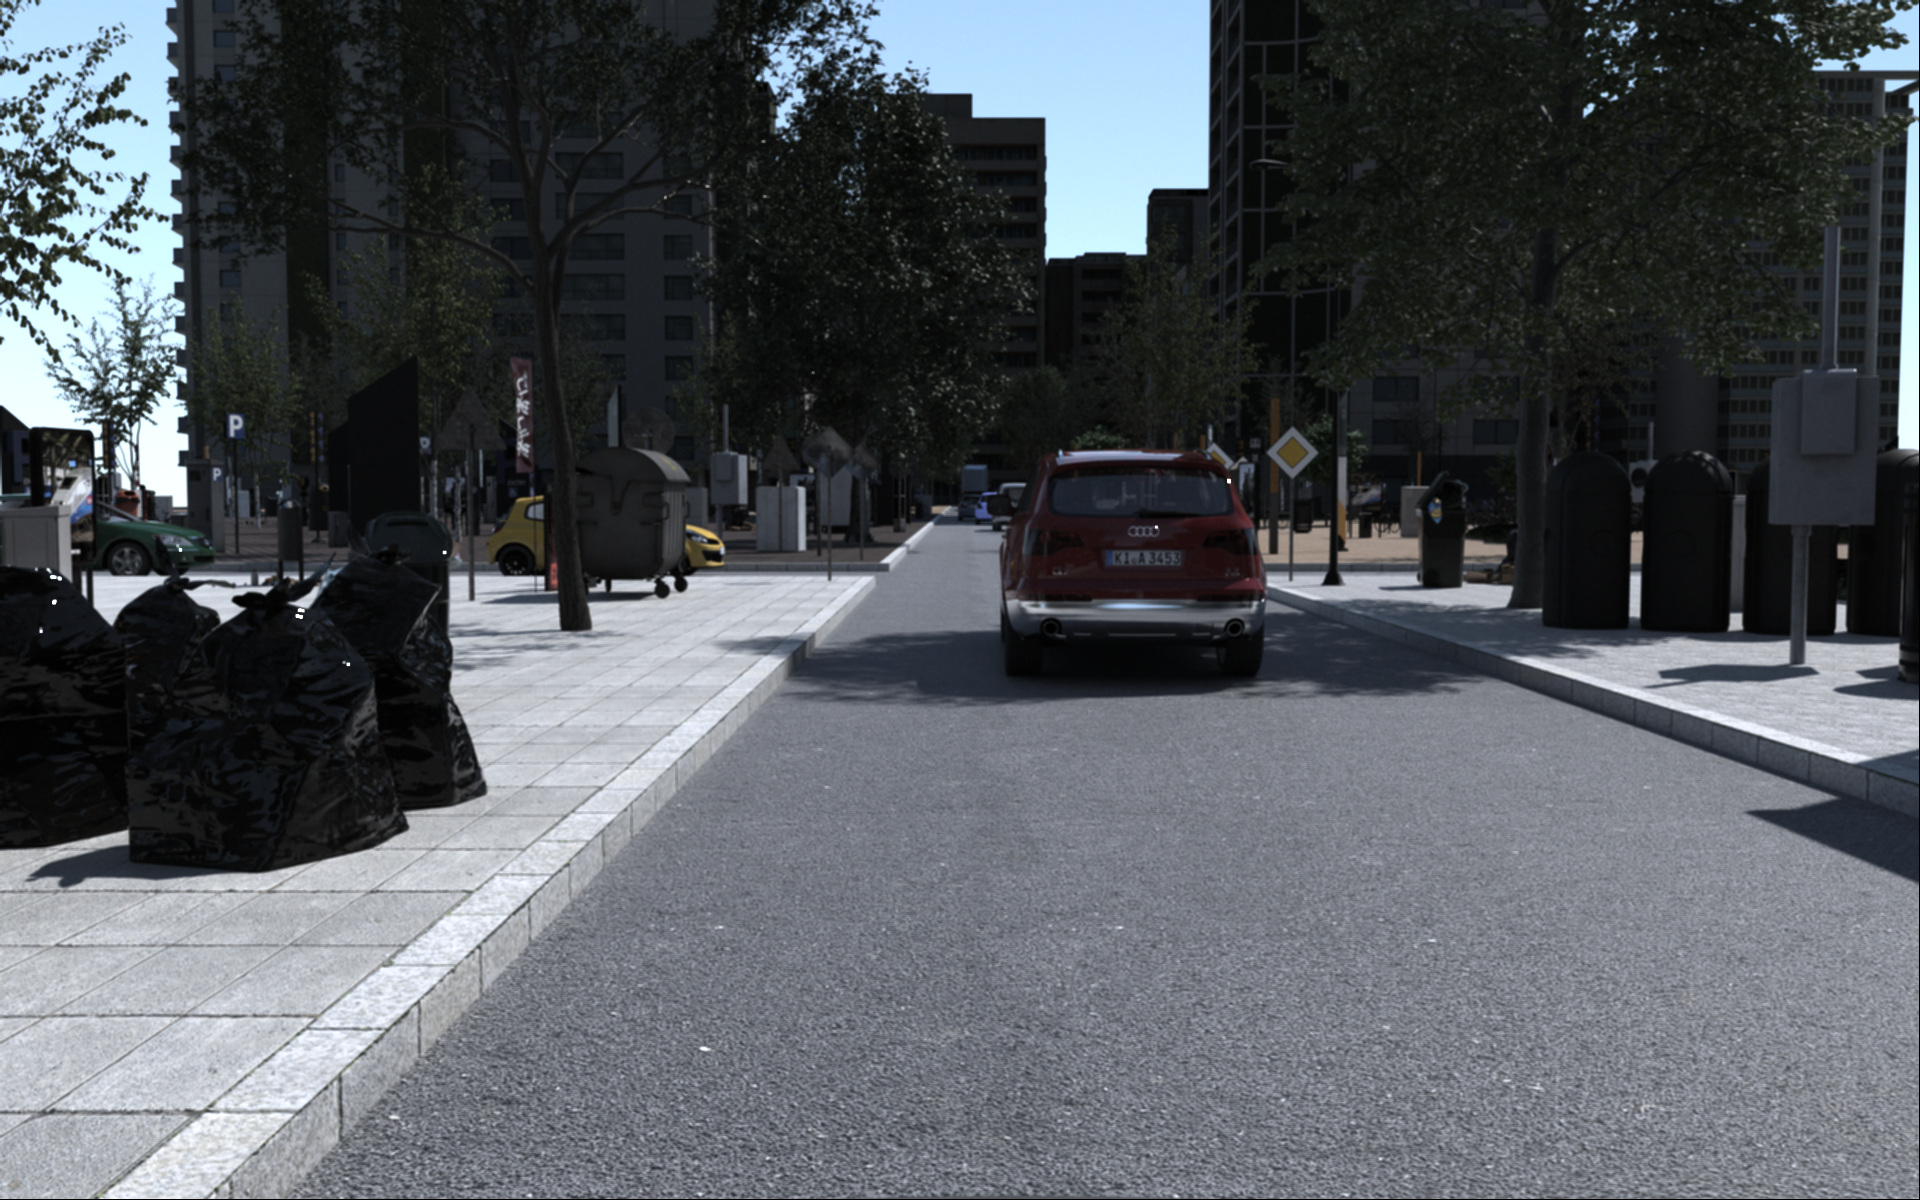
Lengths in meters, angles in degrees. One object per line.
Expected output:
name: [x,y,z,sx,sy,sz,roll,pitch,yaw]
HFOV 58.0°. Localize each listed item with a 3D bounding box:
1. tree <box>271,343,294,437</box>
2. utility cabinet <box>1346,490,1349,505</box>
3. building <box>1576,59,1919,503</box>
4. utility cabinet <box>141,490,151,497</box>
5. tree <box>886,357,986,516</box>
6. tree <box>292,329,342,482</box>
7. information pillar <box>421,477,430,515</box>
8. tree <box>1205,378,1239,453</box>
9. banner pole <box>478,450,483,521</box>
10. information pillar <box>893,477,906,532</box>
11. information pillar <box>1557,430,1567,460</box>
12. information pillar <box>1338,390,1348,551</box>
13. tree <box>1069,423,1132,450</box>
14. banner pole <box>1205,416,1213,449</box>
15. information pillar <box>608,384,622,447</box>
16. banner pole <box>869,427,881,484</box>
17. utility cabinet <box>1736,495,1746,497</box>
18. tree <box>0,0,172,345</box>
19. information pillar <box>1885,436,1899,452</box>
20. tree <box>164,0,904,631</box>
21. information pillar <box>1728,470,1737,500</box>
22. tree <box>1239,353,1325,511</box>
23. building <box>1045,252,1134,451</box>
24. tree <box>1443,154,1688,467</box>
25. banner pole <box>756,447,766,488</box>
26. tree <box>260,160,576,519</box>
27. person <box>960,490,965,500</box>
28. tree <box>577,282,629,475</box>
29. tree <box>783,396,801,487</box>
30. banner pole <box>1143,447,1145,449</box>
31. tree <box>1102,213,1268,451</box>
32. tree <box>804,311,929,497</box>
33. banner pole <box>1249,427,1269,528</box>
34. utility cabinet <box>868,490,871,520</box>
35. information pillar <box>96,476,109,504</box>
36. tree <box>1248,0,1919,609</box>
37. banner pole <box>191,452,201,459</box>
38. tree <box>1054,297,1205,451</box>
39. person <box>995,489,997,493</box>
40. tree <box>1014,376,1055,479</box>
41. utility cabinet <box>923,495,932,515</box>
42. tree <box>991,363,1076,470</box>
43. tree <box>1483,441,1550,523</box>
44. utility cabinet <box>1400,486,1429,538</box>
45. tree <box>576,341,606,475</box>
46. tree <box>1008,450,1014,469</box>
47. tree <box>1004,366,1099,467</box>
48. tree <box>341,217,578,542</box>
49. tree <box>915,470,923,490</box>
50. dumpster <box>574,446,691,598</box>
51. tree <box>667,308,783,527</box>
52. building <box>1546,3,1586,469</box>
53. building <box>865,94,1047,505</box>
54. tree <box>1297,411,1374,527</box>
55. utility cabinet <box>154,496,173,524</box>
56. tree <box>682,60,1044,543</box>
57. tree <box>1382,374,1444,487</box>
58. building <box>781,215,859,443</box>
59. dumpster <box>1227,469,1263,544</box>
tree: [-28.837,-7.788,77.690,4.360,8.622,3.978,0,3,0]
utility cabinet: [21.232,-5.224,94.092,0.318,1.500,1.173,-1,4,-22]
building: [68.799,-28.477,157.480,23.993,40.220,32.217,0,4,0]
utility cabinet: [-40.644,-4.733,86.069,1.173,1.500,0.318,3,4,36]
tree: [-2.157,-12.063,115.356,7.486,12.596,7.792,0,3,0]
tree: [-19.256,-6.554,57.520,4.360,8.622,3.978,0,3,0]
information pillar: [-22.945,-4.278,74.432,0.304,2.012,0.304,-2,4,-30]
tree: [15.168,-9.539,106.322,4.360,8.622,3.978,0,3,0]
banner pole: [-22.563,-5.595,81.492,0.401,3.779,0.863,-2,4,-30]
information pillar: [-2.039,-3.291,58.306,0.304,2.012,0.304,-3,5,-41]
information pillar: [21.944,-4.399,63.272,0.504,3.616,0.183,-2,4,-34]
information pillar: [8.484,-2.895,38.694,0.183,3.616,0.504,3,5,45]
tree: [6.458,-5.912,80.375,4.285,4.588,4.351,0,3,0]
banner pole: [7.876,-3.966,54.861,0.401,3.779,0.863,2,4,24]
information pillar: [-7.372,-2.797,37.089,0.183,3.616,0.504,-3,4,-38]
banner pole: [-2.832,-3.960,54.758,0.863,3.779,0.401,-2,4,-35]
utility cabinet: [34.469,-4.016,76.821,1.020,1.237,0.306,-1,4,-21]
tree: [-11.465,-4.238,19.662,4.737,8.622,4.395,0,3,0]
information pillar: [37.178,-4.758,69.153,0.504,3.616,0.183,2,4,27]
tree: [-3.960,-4.996,16.095,7.601,10.594,8.767,1,4,9]
information pillar: [23.792,-3.002,53.579,0.304,2.012,0.304,0,4,0]
tree: [16.867,-8.556,90.249,4.360,8.622,3.978,0,3,0]
building: [17.323,-26.802,209.911,14.107,30.474,14.160,0,4,0]
tree: [12.829,-5.257,36.320,4.360,8.622,3.978,0,3,0]
banner pole: [-9.353,-5.620,81.901,0.401,3.779,0.863,2,4,33]
tree: [-11.753,-5.345,37.748,4.737,8.622,4.395,0,3,0]
person: [0.170,-7.703,134.993,0.434,1.755,0.990,1,4,16]
tree: [-12.698,-6.469,56.133,4.360,8.622,3.978,0,3,0]
tree: [-10.098,-8.458,88.644,4.737,8.622,4.395,0,3,0]
banner pole: [9.913,-6.214,91.620,0.863,3.779,0.401,-2,4,-31]
tree: [5.952,-5.877,46.455,4.737,8.622,4.395,0,3,0]
tree: [-3.741,-6.965,64.237,4.360,8.622,3.978,0,3,0]
banner pole: [11.250,-4.594,65.131,0.863,3.779,0.401,1,4,20]
utility cabinet: [-3.931,-4.560,83.228,0.318,1.500,1.173,-3,5,-42]
information pillar: [-35.183,-4.077,71.147,0.304,2.012,0.304,1,4,18]
tree: [6.846,-6.190,19.331,7.486,12.596,7.792,0,3,0]
banner pole: [-45.022,-6.856,102.113,0.401,3.779,0.863,2,4,27]
tree: [6.426,-7.032,65.327,4.360,8.622,3.978,0,3,0]
person: [2.395,-6.896,121.697,0.683,1.767,0.568,-2,4,-28]
tree: [5.473,-8.300,86.075,4.360,8.622,3.978,0,3,0]
utility cabinet: [-2.262,-5.905,107.716,1.020,1.237,0.306,2,4,26]
tree: [5.922,-12.921,137.021,9.928,11.665,9.643,0,3,0]
tree: [20.423,-4.233,63.810,1.663,3.219,1.824,0,3,0]
utility cabinet: [13.456,-2.563,50.589,1.173,1.500,0.318,-1,4,-23]
tree: [-18.078,-7.907,79.645,4.737,8.622,4.395,0,3,0]
tree: [6.830,-12.604,156.432,4.360,8.622,3.978,0,3,0]
tree: [6.105,-11.679,125.369,8.767,10.594,7.601,-1,4,-22]
tree: [-13.371,-5.877,46.455,4.360,8.622,3.978,0,3,0]
tree: [-3.258,-11.394,136.655,4.737,8.622,4.395,0,3,0]
dumpster: [-4.166,-0.989,21.922,1.264,1.857,1.865,0,4,0]
tree: [-9.459,-7.155,67.349,4.737,8.622,4.395,0,3,0]
building: [46.014,-32.923,161.996,21.600,48.544,21.300,0,4,0]
building: [-0.533,-36.066,213.374,21.600,48.544,21.300,0,4,0]
tree: [14.581,-5.178,68.374,4.285,4.588,4.351,0,3,0]
utility cabinet: [-34.734,-3.937,75.538,1.020,1.237,0.306,3,4,36]
tree: [-2.642,-7.868,45.653,9.611,12.733,9.660,0,3,0]
tree: [28.129,-9.557,106.625,4.360,8.622,3.978,0,3,0]
building: [-23.318,-32.233,218.894,23.993,40.220,32.217,0,4,0]
dumpster: [6.429,-2.155,40.988,1.264,1.857,1.865,0,4,0]
